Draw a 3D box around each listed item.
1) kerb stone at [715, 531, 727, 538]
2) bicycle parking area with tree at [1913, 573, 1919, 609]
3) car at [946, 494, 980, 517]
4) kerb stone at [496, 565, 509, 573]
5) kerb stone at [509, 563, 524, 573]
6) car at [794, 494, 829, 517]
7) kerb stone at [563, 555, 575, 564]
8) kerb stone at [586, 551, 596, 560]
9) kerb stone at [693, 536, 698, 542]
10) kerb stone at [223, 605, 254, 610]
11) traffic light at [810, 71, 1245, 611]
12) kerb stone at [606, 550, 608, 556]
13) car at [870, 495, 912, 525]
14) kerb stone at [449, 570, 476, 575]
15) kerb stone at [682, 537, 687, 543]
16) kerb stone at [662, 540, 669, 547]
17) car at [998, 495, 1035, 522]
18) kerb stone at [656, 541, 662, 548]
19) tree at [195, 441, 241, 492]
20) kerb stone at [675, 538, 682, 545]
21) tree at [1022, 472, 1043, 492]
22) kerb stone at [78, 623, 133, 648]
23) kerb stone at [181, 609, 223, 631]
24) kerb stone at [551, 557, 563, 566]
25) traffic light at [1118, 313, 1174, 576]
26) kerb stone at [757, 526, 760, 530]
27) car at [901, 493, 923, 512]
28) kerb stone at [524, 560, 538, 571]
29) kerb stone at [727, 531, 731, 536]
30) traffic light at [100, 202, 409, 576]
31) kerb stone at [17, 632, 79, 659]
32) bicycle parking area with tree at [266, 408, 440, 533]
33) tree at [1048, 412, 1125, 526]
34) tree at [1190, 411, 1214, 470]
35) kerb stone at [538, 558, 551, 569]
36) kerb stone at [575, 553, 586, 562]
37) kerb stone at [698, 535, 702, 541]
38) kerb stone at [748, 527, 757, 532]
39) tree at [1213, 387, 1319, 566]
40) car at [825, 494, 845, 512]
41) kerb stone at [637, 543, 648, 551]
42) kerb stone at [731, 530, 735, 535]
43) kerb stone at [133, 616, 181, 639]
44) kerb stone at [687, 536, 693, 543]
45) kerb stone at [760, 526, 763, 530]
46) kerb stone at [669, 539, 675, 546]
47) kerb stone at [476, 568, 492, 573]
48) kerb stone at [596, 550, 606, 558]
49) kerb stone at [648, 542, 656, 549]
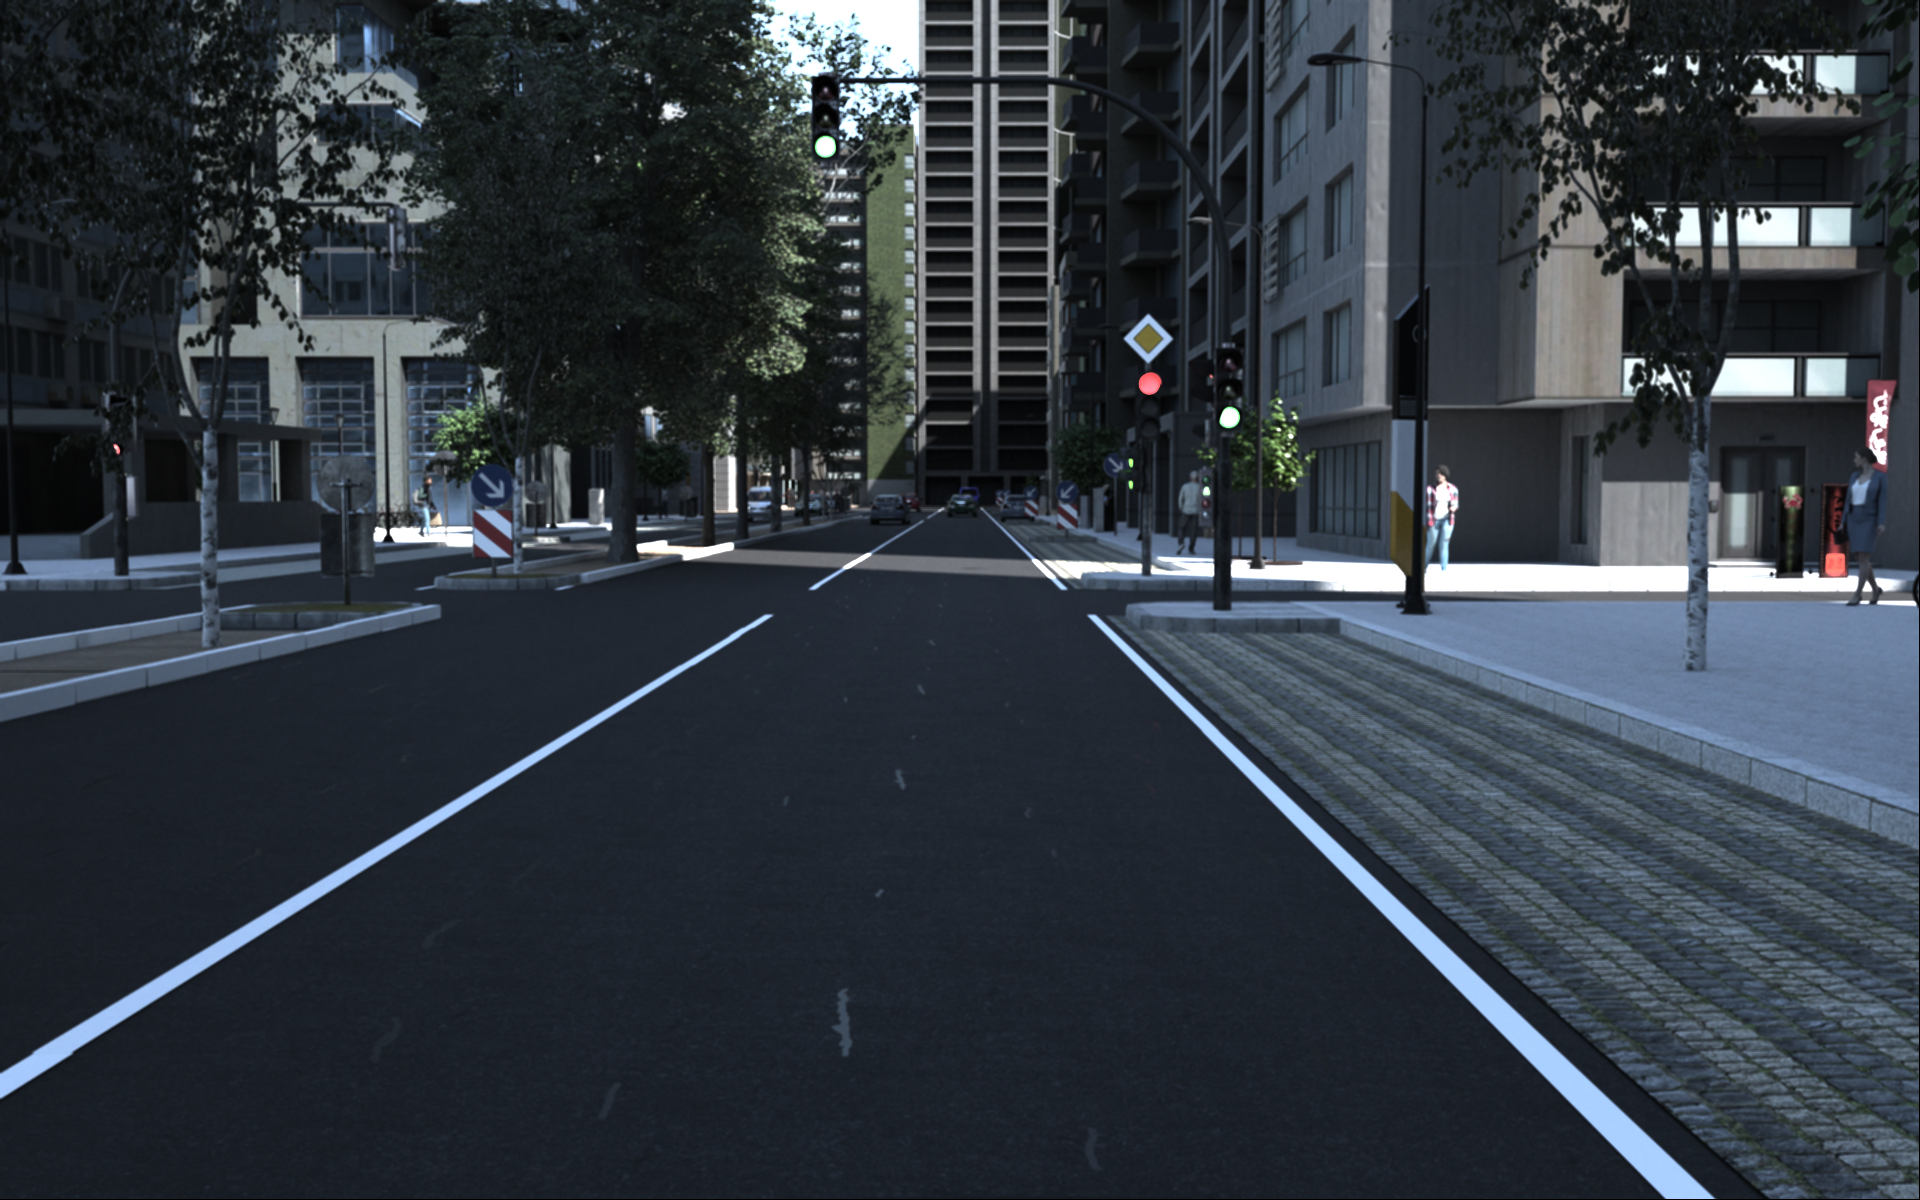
[{"bbox_3d":[-8.020,-2.185,57.965,0.120,0.150,1.000,0,4,0],"label":"kerb stone"},{"bbox_3d":[12.566,-1.602,13.196,9.016,4.147,8.231,2,4,27],"label":"bicycle parking area with tree"},{"bbox_3d":[0.165,-5.914,108.491,2.131,1.459,4.920,0,4,2],"label":"car"},{"bbox_3d":[-8.126,-0.489,30.307,0.120,0.150,1.000,0,4,0],"label":"kerb stone"},{"bbox_3d":[-8.119,-0.559,31.330,0.120,0.150,1.000,0,4,0],"label":"kerb stone"},{"bbox_3d":[-9.516,-6.087,111.327,2.131,1.459,4.920,0,4,2],"label":"car"},{"bbox_3d":[-8.102,-0.809,35.424,0.120,0.150,1.000,0,4,0],"label":"kerb stone"},{"bbox_3d":[-8.095,-0.934,37.473,0.120,0.150,1.000,0,4,0],"label":"kerb stone"},{"bbox_3d":[-8.041,-1.811,51.819,0.120,0.150,1.000,0,4,0],"label":"kerb stone"},{"bbox_3d":[-8.168,0.164,19.520,0.120,0.150,1.000,0,4,0],"label":"kerb stone"},{"bbox_3d":[0.782,-2.707,18.929,4.771,5.953,1.251,0,4,0],"label":"traffic light"},{"bbox_3d":[-8.085,-1.060,39.520,0.120,0.150,1.000,0,4,0],"label":"kerb stone"},{"bbox_3d":[-3.307,-4.300,82.307,2.014,1.417,4.499,0,4,1],"label":"car"},{"bbox_3d":[-8.131,-0.370,28.248,0.120,0.150,1.000,0,4,0],"label":"kerb stone"},{"bbox_3d":[-8.049,-1.685,49.773,0.120,0.150,1.000,0,4,0],"label":"kerb stone"},{"bbox_3d":[-8.070,-1.499,46.703,0.120,0.150,1.000,0,4,0],"label":"kerb stone"},{"bbox_3d":[2.953,-4.703,88.899,2.014,1.417,4.499,0,4,2],"label":"car"},{"bbox_3d":[-8.065,-1.430,45.676,0.120,0.150,1.000,0,4,0],"label":"kerb stone"},{"bbox_3d":[-23.858,-3.669,54.596,1.663,3.219,1.824,0,3,0],"label":"tree"},{"bbox_3d":[-8.040,-1.622,48.751,0.120,0.150,1.000,0,4,0],"label":"kerb stone"},{"bbox_3d":[5.636,-8.871,139.641,1.663,3.219,1.824,0,3,0],"label":"tree"},{"bbox_3d":[-8.174,0.352,16.443,0.120,0.150,1.000,0,4,0],"label":"kerb stone"},{"bbox_3d":[-8.170,0.228,18.491,0.120,0.150,1.000,0,4,0],"label":"kerb stone"},{"bbox_3d":[-8.105,-0.745,34.402,0.120,0.150,1.000,0,4,0],"label":"kerb stone"},{"bbox_3d":[2.906,-2.332,27.047,0.839,4.253,0.868,0,4,0],"label":"traffic light"},{"bbox_3d":[-7.979,-2.751,67.203,0.120,0.150,1.000,0,4,0],"label":"kerb stone"},{"bbox_3d":[-4.064,-7.973,139.405,2.155,1.783,4.494,0,4,2],"label":"car"},{"bbox_3d":[-8.117,-0.621,32.352,0.120,0.150,1.000,0,4,0],"label":"kerb stone"},{"bbox_3d":[-8.011,-2.251,58.993,0.120,0.150,1.000,0,4,0],"label":"kerb stone"},{"bbox_3d":[-11.063,-3.208,27.120,4.771,5.953,1.251,0,4,0],"label":"traffic light"},{"bbox_3d":[-8.183,0.414,15.420,0.120,0.150,1.000,0,4,0],"label":"kerb stone"},{"bbox_3d":[-22.556,-4.486,60.354,9.016,4.147,8.231,1,4,17],"label":"bicycle parking area with tree"},{"bbox_3d":[5.113,-5.233,69.268,4.285,4.588,4.351,0,3,0],"label":"tree"},{"bbox_3d":[5.598,-2.398,33.808,1.663,3.219,1.824,0,3,0],"label":"tree"},{"bbox_3d":[-8.115,-0.682,33.374,0.120,0.150,1.000,0,4,0],"label":"kerb stone"},{"bbox_3d":[-8.101,-0.872,36.451,0.120,0.150,1.000,0,4,0],"label":"kerb stone"},{"bbox_3d":[-8.033,-1.875,52.847,0.120,0.150,1.000,0,4,0],"label":"kerb stone"},{"bbox_3d":[-7.981,-2.687,66.181,0.120,0.150,1.000,0,4,0],"label":"kerb stone"},{"bbox_3d":[5.823,-2.250,31.394,1.663,3.219,1.824,0,3,0],"label":"tree"},{"bbox_3d":[-10.205,-7.822,139.890,2.014,1.417,4.499,0,4,1],"label":"car"},{"bbox_3d":[-8.071,-1.307,43.618,0.120,0.150,1.000,0,4,0],"label":"kerb stone"},{"bbox_3d":[-8.016,-2.313,60.018,0.120,0.150,1.000,0,4,0],"label":"kerb stone"},{"bbox_3d":[-8.175,0.294,17.468,0.120,0.150,1.000,0,4,0],"label":"kerb stone"},{"bbox_3d":[-8.041,-1.749,50.795,0.120,0.150,1.000,0,4,0],"label":"kerb stone"},{"bbox_3d":[-7.974,-2.814,68.225,0.120,0.150,1.000,0,4,0],"label":"kerb stone"},{"bbox_3d":[-8.059,-1.561,47.725,0.120,0.150,1.000,0,4,0],"label":"kerb stone"},{"bbox_3d":[-8.126,-0.433,29.277,0.120,0.150,1.000,0,4,0],"label":"kerb stone"},{"bbox_3d":[-8.089,-0.997,38.498,0.120,0.150,1.000,0,4,0],"label":"kerb stone"},{"bbox_3d":[-8.063,-1.374,44.653,0.120,0.150,1.000,0,4,0],"label":"kerb stone"}]
